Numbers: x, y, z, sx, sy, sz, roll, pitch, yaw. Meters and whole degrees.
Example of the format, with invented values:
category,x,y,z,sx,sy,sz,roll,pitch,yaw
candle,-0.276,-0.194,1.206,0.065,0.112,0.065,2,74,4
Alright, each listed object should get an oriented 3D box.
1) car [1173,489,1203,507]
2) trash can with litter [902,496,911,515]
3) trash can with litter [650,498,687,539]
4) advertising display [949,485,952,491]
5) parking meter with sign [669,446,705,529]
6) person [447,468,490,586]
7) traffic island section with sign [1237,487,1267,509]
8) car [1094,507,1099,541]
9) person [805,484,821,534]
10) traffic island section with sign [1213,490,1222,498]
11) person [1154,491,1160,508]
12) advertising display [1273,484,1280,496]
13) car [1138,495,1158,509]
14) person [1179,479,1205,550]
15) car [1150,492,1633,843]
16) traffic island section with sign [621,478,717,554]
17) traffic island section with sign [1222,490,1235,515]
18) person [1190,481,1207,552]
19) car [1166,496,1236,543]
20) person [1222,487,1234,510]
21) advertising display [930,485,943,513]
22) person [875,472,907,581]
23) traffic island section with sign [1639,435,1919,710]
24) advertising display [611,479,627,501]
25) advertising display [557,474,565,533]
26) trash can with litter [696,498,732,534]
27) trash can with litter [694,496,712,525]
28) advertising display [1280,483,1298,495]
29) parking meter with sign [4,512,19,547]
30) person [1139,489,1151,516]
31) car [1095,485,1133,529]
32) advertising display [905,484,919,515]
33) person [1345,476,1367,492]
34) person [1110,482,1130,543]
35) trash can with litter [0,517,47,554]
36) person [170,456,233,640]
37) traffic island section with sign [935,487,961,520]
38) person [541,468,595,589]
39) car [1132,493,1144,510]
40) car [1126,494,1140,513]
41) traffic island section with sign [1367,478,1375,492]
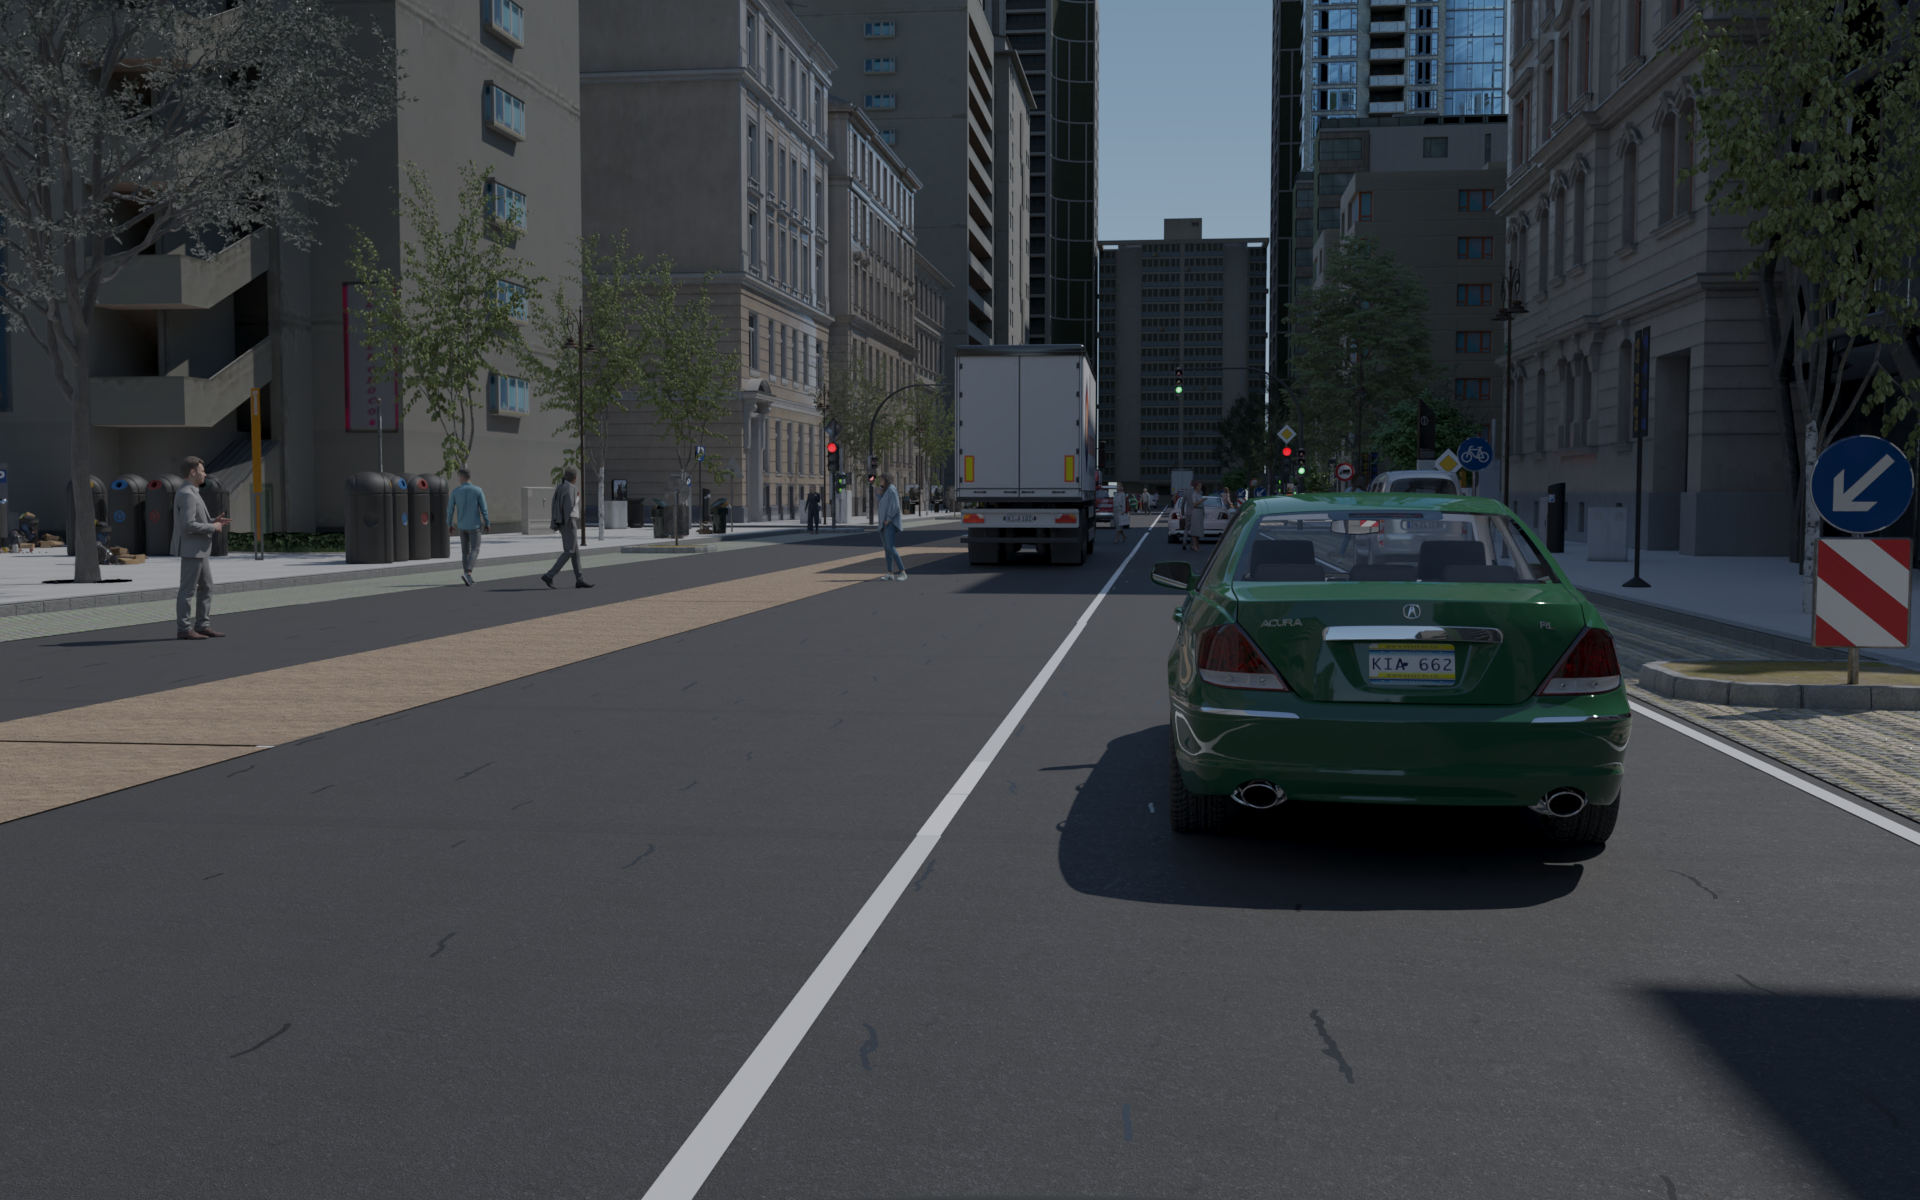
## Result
category,x,y,z,sx,sy,sz,roll,pitch,yaw
car,17.585,-7.648,133.711,2.281,1.827,5.304,1,4,8
trash can with litter,-3.268,-5.859,107.182,0.624,1.170,1.055,-1,4,-10
trash can with litter,-8.371,-2.355,49.892,1.055,1.170,0.624,1,4,18
advertising display,-0.623,-7.138,121.917,0.123,1.923,0.974,1,4,9
parking meter with sign,-10.172,-4.087,63.086,1.738,3.016,0.543,2,4,24
person,-7.761,-1.151,27.175,0.638,1.841,0.748,1,4,9
traffic island section with sign,16.204,-5.240,94.294,1.989,1.847,2.006,0,4,7
car,2.976,-2.372,50.579,2.131,1.459,4.920,0,4,7
person,-5.191,-3.196,61.168,0.576,1.772,0.534,-1,4,-12
traffic island section with sign,29.146,-11.592,198.153,1.989,1.847,2.006,0,4,7
person,20.838,-10.640,183.398,0.756,1.711,0.436,-1,4,-14
advertising display,20.344,-6.404,109.924,0.974,1.923,0.123,-1,4,-17
car,18.722,-9.819,172.901,2.083,1.381,4.827,0,4,8
person,5.984,-2.204,44.661,0.709,1.813,0.853,1,4,19
car,1.996,0.193,8.638,2.131,1.459,4.920,1,4,8
traffic island section with sign,-7.048,-2.066,42.410,1.989,1.847,2.006,0,4,7
traffic island section with sign,19.535,-6.876,121.043,1.989,1.847,2.006,0,4,7
person,6.006,-2.091,43.251,0.524,1.755,0.480,2,4,30
car,7.169,-2.403,51.651,2.083,1.381,4.827,1,4,9
person,12.570,-4.450,81.845,0.643,1.750,0.593,-2,4,-35
advertising display,-1.603,-6.951,118.868,0.974,1.923,0.123,-2,4,-33
person,-1.144,-1.225,28.792,0.793,1.790,0.793,3,4,37
traffic island section with sign,6.020,-0.229,12.376,1.989,1.847,2.006,0,4,7
advertising display,-14.834,-4.294,75.416,0.123,1.923,0.974,2,4,25
advertising display,-13.060,-3.153,56.763,0.123,1.923,0.974,-1,4,-21
trash can with litter,-7.869,-2.686,55.297,1.055,1.170,0.624,-3,5,-41
trash can with litter,-10.811,-3.814,73.421,1.678,1.210,2.233,0,4,-8
advertising display,19.745,-6.010,103.477,0.974,1.923,0.123,0,4,-8
parking meter with sign,-23.703,-2.821,42.392,1.738,3.016,0.543,2,4,31
person,12.079,-6.374,113.205,0.782,1.767,0.515,2,4,30
car,6.211,-3.974,73.648,2.281,1.827,5.304,0,4,5
advertising display,-2.987,-6.326,108.641,0.974,1.923,0.123,1,4,13
person,8.073,-1.640,35.587,0.793,1.790,0.793,0,4,2
person,4.721,-2.568,50.843,0.624,1.780,0.694,-1,4,-23
trash can with litter,-20.918,-1.653,38.086,1.678,1.210,2.233,-1,4,-21
person,-7.480,-0.514,17.104,0.583,1.804,0.606,-2,4,-28
traffic island section with sign,-0.281,-5.387,96.708,1.989,1.847,2.006,0,4,7
person,-5.927,-1.077,26.207,0.850,1.850,0.679,-2,4,-28
car,16.079,-9.239,160.091,2.155,1.783,4.494,0,4,7
car,12.903,-7.509,134.564,2.131,1.459,4.920,0,4,6
traffic island section with sign,9.340,-1.865,39.127,1.989,1.847,2.006,0,4,7
